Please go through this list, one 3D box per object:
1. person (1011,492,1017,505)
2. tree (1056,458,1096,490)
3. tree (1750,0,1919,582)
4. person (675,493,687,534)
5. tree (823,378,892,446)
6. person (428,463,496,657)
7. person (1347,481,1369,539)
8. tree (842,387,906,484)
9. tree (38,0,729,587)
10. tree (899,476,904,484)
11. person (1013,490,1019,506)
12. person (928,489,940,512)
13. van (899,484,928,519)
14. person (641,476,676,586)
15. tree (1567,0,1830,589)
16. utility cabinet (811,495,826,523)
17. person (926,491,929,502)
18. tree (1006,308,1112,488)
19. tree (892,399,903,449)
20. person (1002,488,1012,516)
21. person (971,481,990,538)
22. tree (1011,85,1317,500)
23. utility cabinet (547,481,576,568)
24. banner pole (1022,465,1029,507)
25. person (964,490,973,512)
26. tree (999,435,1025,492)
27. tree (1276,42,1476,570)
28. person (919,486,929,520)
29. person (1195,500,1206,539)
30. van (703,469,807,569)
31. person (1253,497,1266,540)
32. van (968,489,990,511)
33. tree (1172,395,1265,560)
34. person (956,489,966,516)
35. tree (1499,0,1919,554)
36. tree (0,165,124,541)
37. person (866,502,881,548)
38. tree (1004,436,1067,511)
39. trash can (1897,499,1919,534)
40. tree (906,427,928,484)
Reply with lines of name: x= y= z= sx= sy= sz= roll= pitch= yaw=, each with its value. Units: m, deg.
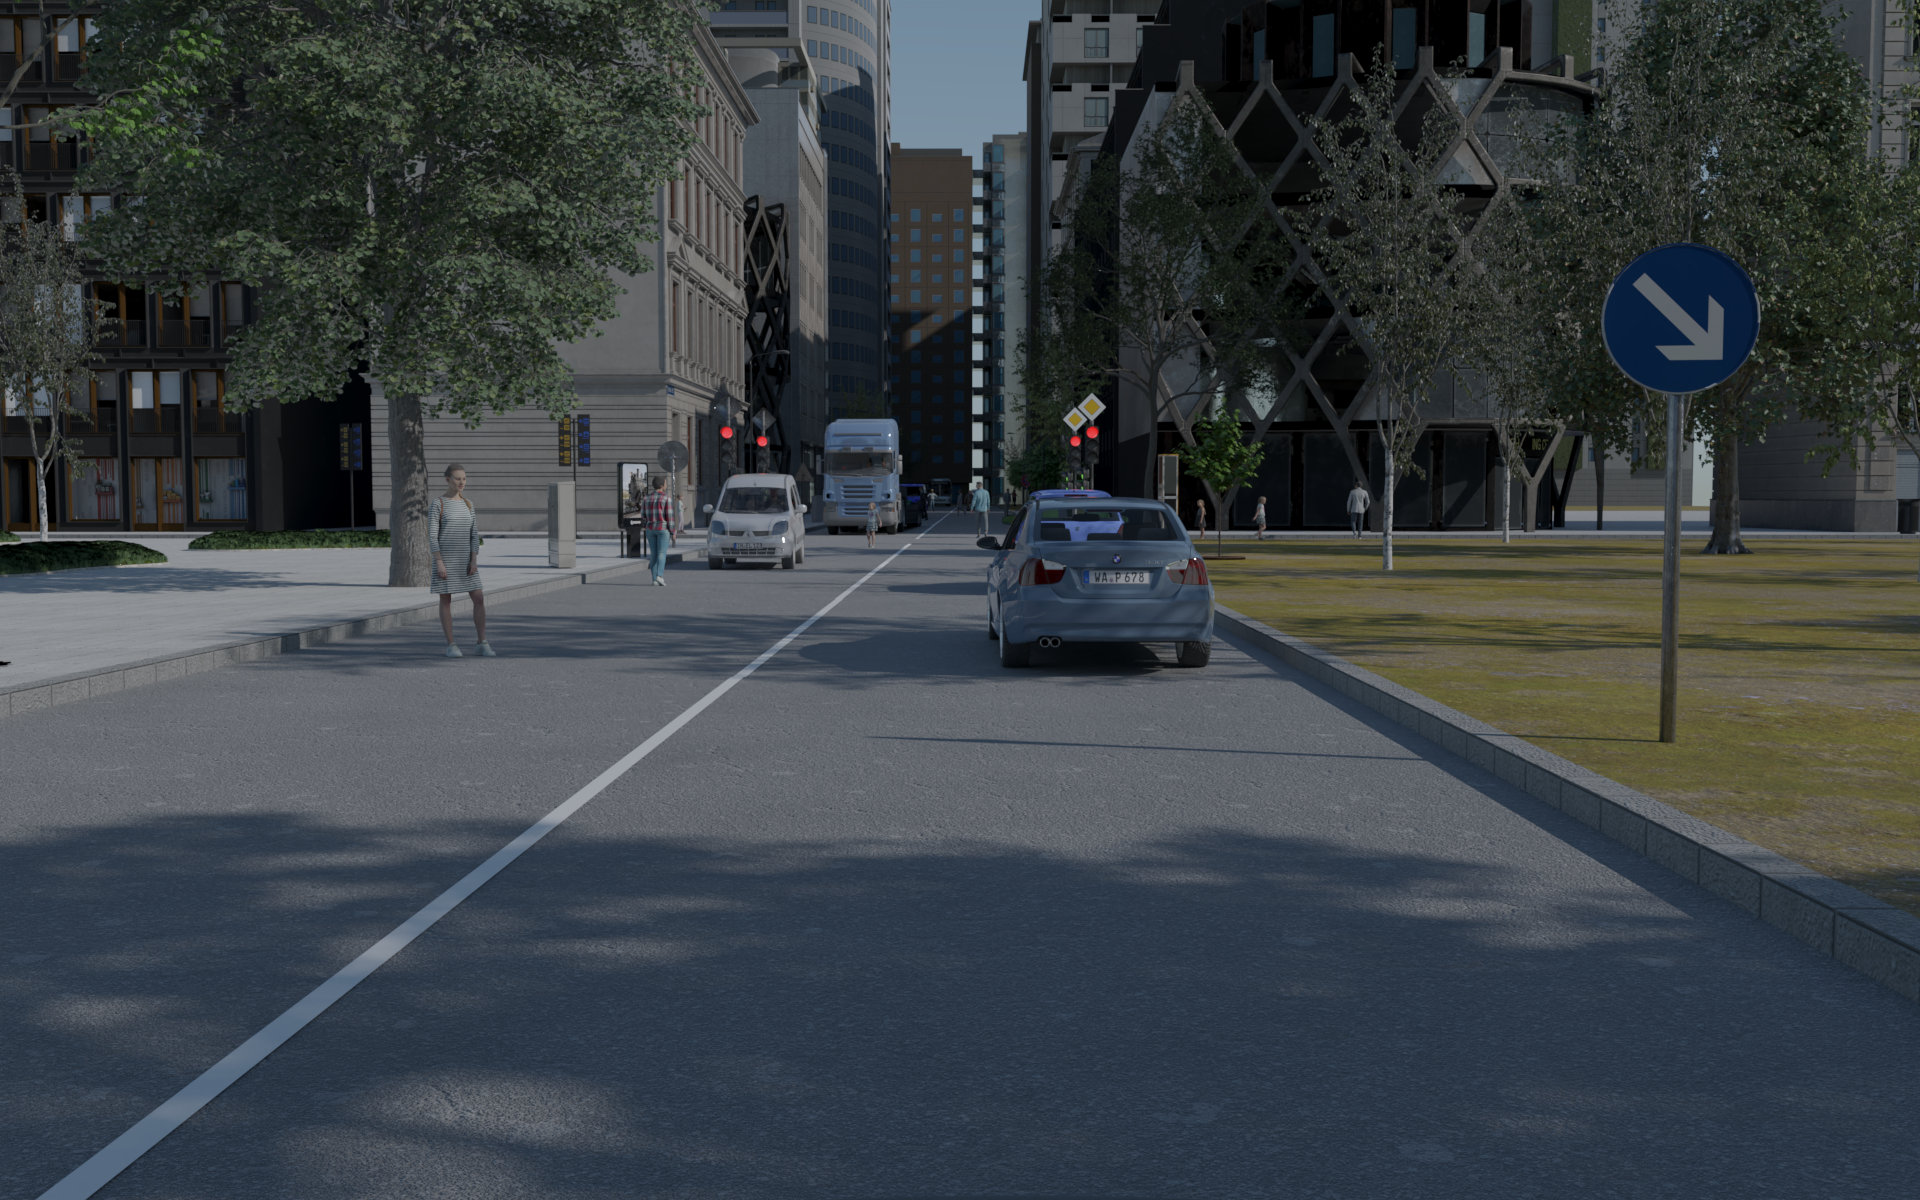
person: x=6.299 y=-12.021 z=202.686 sx=1.348 sy=1.812 sz=0.705 roll=3 pitch=5 yaw=44
tree: x=5.127 y=-5.160 z=78.959 sx=1.663 sy=3.219 sz=1.824 roll=0 pitch=3 yaw=0
tree: x=13.978 y=-4.572 z=25.114 sx=4.737 sy=8.622 sz=4.395 roll=0 pitch=3 yaw=0
person: x=-8.931 y=-2.762 z=55.480 sx=0.394 sy=1.301 sz=0.425 roll=-2 pitch=4 yaw=-23
tree: x=-6.807 y=-9.776 z=110.197 sx=4.737 sy=8.622 sz=4.395 roll=0 pitch=3 yaw=0
person: x=-4.440 y=-0.352 z=15.254 sx=0.522 sy=1.701 sz=0.512 roll=3 pitch=5 yaw=43
person: x=12.344 y=-2.772 z=53.661 sx=0.661 sy=1.843 sz=0.795 roll=0 pitch=4 yaw=8
tree: x=-6.249 y=-10.203 z=117.184 sx=4.360 sy=8.622 sz=3.978 roll=0 pitch=3 yaw=0
tree: x=-7.577 y=-7.152 z=23.584 sx=9.857 sy=13.997 sz=8.962 roll=0 pitch=3 yaw=0
tree: x=-5.986 y=-10.713 z=169.762 sx=1.663 sy=3.219 sz=1.824 roll=0 pitch=3 yaw=0
person: x=5.869 y=-10.755 z=182.610 sx=0.721 sy=1.743 sz=1.217 roll=2 pitch=4 yaw=30
person: x=-2.255 y=-8.047 z=140.158 sx=1.350 sy=1.814 sz=0.705 roll=-1 pitch=4 yaw=-17
van: x=-2.960 y=-5.988 z=102.290 sx=2.240 sy=2.365 sz=5.245 roll=0 pitch=4 yaw=1
person: x=-4.752 y=-1.092 z=27.199 sx=0.563 sy=1.720 sz=0.643 roll=1 pitch=4 yaw=21
tree: x=9.364 y=-4.458 z=23.250 sx=4.360 sy=8.622 sz=3.978 roll=0 pitch=3 yaw=0
utility cabinet: x=-6.386 y=-4.105 z=78.273 sx=0.306 sy=1.237 sz=1.020 roll=1 pitch=4 yaw=19
person: x=-3.536 y=-10.235 z=176.375 sx=0.750 sy=1.759 sz=0.617 roll=0 pitch=4 yaw=3
tree: x=4.008 y=-7.162 z=67.462 sx=4.737 sy=8.622 sz=4.395 roll=0 pitch=3 yaw=0
tree: x=-6.219 y=-10.648 z=124.452 sx=4.737 sy=8.622 sz=4.395 roll=0 pitch=3 yaw=0
person: x=3.140 y=-6.527 z=115.320 sx=0.635 sy=1.810 sz=0.391 roll=-3 pitch=4 yaw=-38
person: x=0.670 y=-2.928 z=56.233 sx=0.638 sy=1.841 sz=0.748 roll=0 pitch=4 yaw=-7
tree: x=4.576 y=-6.420 z=39.372 sx=7.601 sy=10.594 sz=8.767 roll=1 pitch=4 yaw=11
utility cabinet: x=-6.974 y=-1.319 z=30.251 sx=0.318 sy=1.500 sz=1.173 roll=-1 pitch=4 yaw=-22
banner pole: x=4.641 y=-8.152 z=123.309 sx=0.863 sy=3.779 sz=0.401 roll=-3 pitch=5 yaw=-40
person: x=0.822 y=-8.051 z=140.688 sx=0.990 sy=1.755 sz=0.434 roll=-1 pitch=4 yaw=-11
tree: x=6.831 y=-15.803 z=208.746 sx=4.360 sy=8.622 sz=3.978 roll=0 pitch=3 yaw=0
tree: x=7.508 y=-4.820 z=29.175 sx=4.360 sy=8.622 sz=3.978 roll=0 pitch=3 yaw=0
person: x=-2.082 y=-5.238 z=93.916 sx=0.755 sy=1.850 sz=0.659 roll=1 pitch=4 yaw=9
person: x=7.390 y=-2.455 z=53.307 sx=0.373 sy=1.253 sz=0.362 roll=0 pitch=4 yaw=-5
van: x=-4.009 y=-1.672 z=34.356 sx=2.013 sy=2.044 sz=4.112 roll=0 pitch=4 yaw=-1
person: x=8.327 y=-2.273 z=48.222 sx=0.382 sy=1.210 sz=0.505 roll=0 pitch=4 yaw=7
van: x=1.511 y=-8.446 z=145.096 sx=2.013 sy=2.044 sz=4.112 roll=0 pitch=4 yaw=-1
tree: x=5.218 y=-2.405 z=33.927 sx=1.663 sy=3.219 sz=1.824 roll=0 pitch=3 yaw=0
person: x=0.041 y=-6.266 z=111.697 sx=0.760 sy=1.731 sz=0.466 roll=-2 pitch=4 yaw=-35
tree: x=16.496 y=-7.345 z=37.093 sx=9.611 sy=12.733 sz=9.660 roll=0 pitch=3 yaw=0
tree: x=-20.512 y=-5.377 z=38.280 sx=4.360 sy=8.622 sz=3.978 roll=0 pitch=3 yaw=0
person: x=-2.279 y=-2.000 z=46.216 sx=0.505 sy=1.210 sz=0.382 roll=2 pitch=4 yaw=30
tree: x=4.783 y=-6.865 z=95.955 sx=4.285 sy=4.588 sz=4.351 roll=0 pitch=3 yaw=0
trash can: x=30.422 y=-2.685 z=55.552 sx=0.748 sy=1.137 sz=0.748 roll=0 pitch=3 yaw=0
tree: x=-5.583 y=-14.181 z=182.218 sx=4.360 sy=8.622 sz=3.978 roll=0 pitch=3 yaw=0
